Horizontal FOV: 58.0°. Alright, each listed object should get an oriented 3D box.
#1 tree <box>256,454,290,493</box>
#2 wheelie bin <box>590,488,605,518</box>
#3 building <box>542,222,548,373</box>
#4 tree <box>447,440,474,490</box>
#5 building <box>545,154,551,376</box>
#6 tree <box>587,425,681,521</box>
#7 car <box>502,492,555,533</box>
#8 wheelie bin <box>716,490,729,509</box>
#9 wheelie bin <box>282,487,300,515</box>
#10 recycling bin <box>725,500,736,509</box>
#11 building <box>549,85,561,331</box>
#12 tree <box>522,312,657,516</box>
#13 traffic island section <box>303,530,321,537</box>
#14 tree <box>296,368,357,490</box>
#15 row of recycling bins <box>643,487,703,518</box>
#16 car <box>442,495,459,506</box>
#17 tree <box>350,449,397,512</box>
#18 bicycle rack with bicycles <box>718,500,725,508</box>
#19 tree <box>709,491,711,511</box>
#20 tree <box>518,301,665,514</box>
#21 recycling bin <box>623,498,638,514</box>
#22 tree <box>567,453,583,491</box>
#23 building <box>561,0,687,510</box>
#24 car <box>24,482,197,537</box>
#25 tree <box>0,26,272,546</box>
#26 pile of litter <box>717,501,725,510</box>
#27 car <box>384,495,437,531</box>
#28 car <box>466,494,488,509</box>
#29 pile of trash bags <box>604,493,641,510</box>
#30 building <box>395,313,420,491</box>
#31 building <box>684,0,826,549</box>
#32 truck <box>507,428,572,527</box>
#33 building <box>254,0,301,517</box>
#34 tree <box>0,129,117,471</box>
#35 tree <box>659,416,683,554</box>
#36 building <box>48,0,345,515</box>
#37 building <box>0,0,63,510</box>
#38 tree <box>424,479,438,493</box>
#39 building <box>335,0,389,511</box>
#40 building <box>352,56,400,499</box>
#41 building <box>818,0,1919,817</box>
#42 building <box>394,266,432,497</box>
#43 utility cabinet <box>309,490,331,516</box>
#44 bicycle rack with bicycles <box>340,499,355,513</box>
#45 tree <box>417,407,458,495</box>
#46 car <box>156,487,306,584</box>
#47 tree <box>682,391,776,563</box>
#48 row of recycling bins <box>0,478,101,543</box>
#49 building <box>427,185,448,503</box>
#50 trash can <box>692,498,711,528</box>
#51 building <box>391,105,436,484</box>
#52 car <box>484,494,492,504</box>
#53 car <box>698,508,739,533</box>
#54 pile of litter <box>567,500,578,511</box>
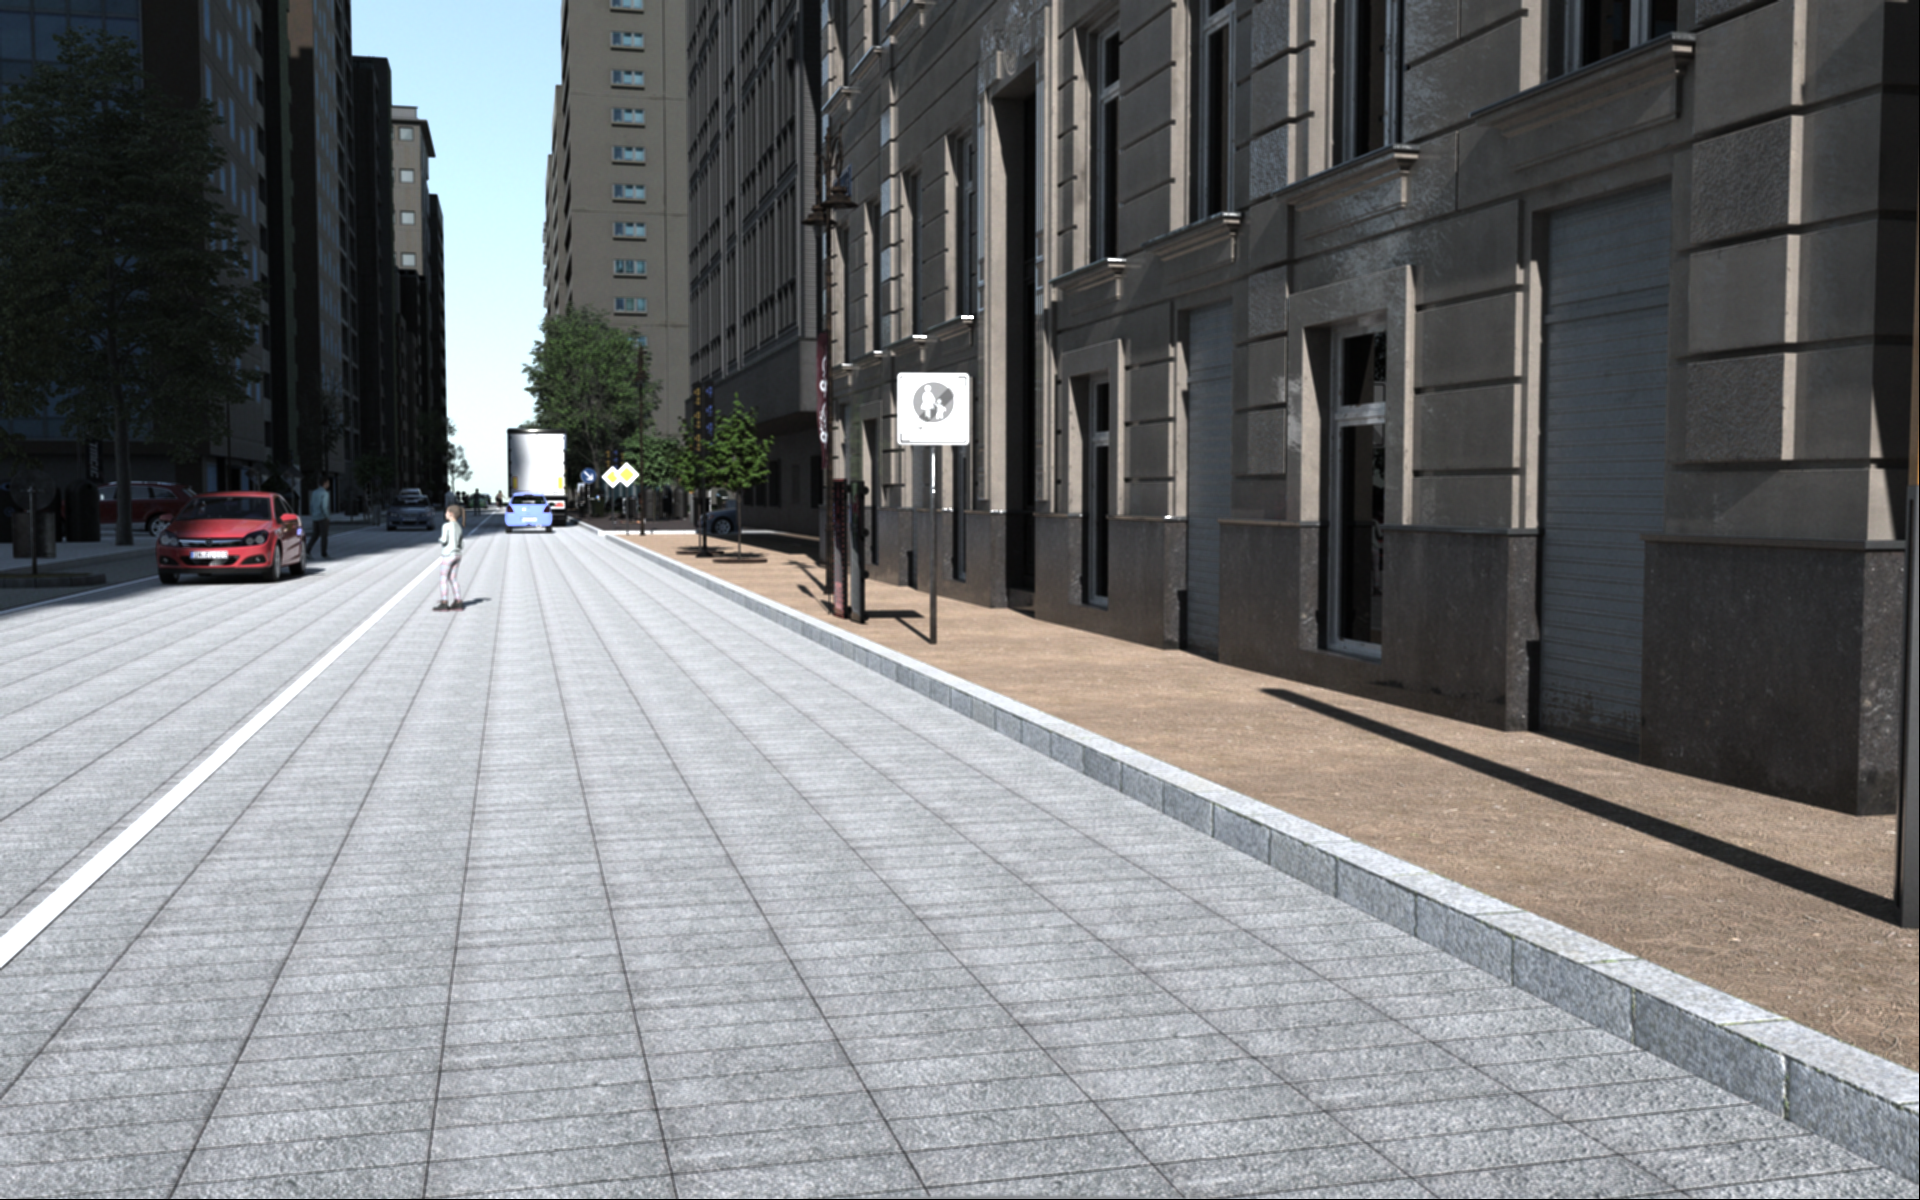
[{"bbox_3d":[-30.801,-5.043,77.047,1.663,3.219,1.824,0,3,0],"label":"tree"},{"bbox_3d":[-19.617,-5.253,93.789,0.693,1.594,0.980,-3,4,-37],"label":"wheelie bin"},{"bbox_3d":[-55.056,-40.208,277.008,23.786,49.044,30.456,-1,4,-14],"label":"building"},{"bbox_3d":[-83.896,-21.479,285.596,7.601,10.594,8.767,-1,4,-18],"label":"tree"},{"bbox_3d":[-45.370,-37.523,237.194,21.300,48.544,21.600,-1,4,-14],"label":"building"},{"bbox_3d":[-14.666,-6.058,82.755,4.285,4.588,4.351,0,3,0],"label":"tree"},{"bbox_3d":[-16.089,-3.364,64.588,1.945,1.707,3.694,-1,4,-14],"label":"car"},{"bbox_3d":[-16.885,-7.023,122.739,0.980,1.594,0.693,-3,5,-43],"label":"wheelie bin"},{"bbox_3d":[-30.628,-4.363,79.243,0.693,1.594,0.980,-3,5,-40],"label":"wheelie bin"},{"bbox_3d":[-10.485,-4.145,80.324,0.722,1.027,0.722,-1,4,-18],"label":"recycling bin"},{"bbox_3d":[-35.551,-35.205,199.300,21.300,48.544,21.600,-1,4,-14],"label":"building"},{"bbox_3d":[-21.003,-10.640,99.720,9.928,11.665,9.643,0,3,0],"label":"tree"},{"bbox_3d":[-22.828,-2.262,59.265,2.009,0.180,2.903,-1,4,-14],"label":"traffic island section"},{"bbox_3d":[-37.030,-9.174,100.363,4.360,8.622,3.978,0,3,0],"label":"tree"},{"bbox_3d":[-15.654,-5.357,94.696,3.534,1.692,1.069,1,4,9],"label":"row of recycling bins"},{"bbox_3d":[-58.089,-11.327,197.194,2.014,1.417,4.499,-1,4,-13],"label":"car"},{"bbox_3d":[-42.627,-8.694,125.859,4.285,4.588,4.351,0,3,0],"label":"tree"},{"bbox_3d":[-14.856,-6.144,113.841,2.852,0.926,2.925,0,4,-6],"label":"bicycle rack with bicycles"},{"bbox_3d":[-18.279,-10.786,126.705,4.360,8.622,3.978,0,3,0],"label":"tree"},{"bbox_3d":[-24.090,-12.633,113.207,9.857,13.997,8.962,0,3,0],"label":"tree"},{"bbox_3d":[-20.961,-5.966,110.102,0.722,1.027,0.722,1,4,17],"label":"recycling bin"},{"bbox_3d":[-26.788,-8.485,122.438,4.285,4.588,4.351,0,3,0],"label":"tree"},{"bbox_3d":[-23.332,-32.250,150.992,21.300,48.544,21.600,-1,4,-14],"label":"building"},{"bbox_3d":[-26.452,-2.793,54.343,5.304,1.827,2.281,-1,4,-12],"label":"car"},{"bbox_3d":[-21.336,-7.644,43.114,7.486,12.596,7.792,0,3,0],"label":"tree"},{"bbox_3d":[-14.593,-5.682,106.872,1.719,0.858,1.176,2,4,27],"label":"pile of litter"},{"bbox_3d":[-21.889,-3.491,69.085,2.014,1.417,4.499,-1,4,-15],"label":"car"},{"bbox_3d":[-46.733,-9.535,167.695,2.131,1.459,4.920,-1,4,-13],"label":"car"},{"bbox_3d":[-24.909,-7.342,129.789,1.912,1.369,3.447,3,4,37],"label":"pile of trash bags"},{"bbox_3d":[-70.279,-20.240,175.966,27.650,21.520,28.899,-1,4,-14],"label":"building"},{"bbox_3d":[1.262,-15.274,43.242,14.314,27.812,24.014,-1,4,-14],"label":"building"},{"bbox_3d":[-19.267,-5.536,79.425,2.839,4.237,11.283,-1,4,-13],"label":"truck"},{"bbox_3d":[-41.948,-19.318,87.558,14.160,30.474,14.107,-1,4,-14],"label":"building"},{"bbox_3d":[-19.126,-5.101,33.770,4.737,8.622,4.395,0,3,0],"label":"tree"},{"bbox_3d":[-5.543,-2.592,36.973,1.663,3.219,1.824,0,3,0],"label":"tree"},{"bbox_3d":[-46.982,-28.045,108.644,14.600,45.320,14.200,-1,4,-14],"label":"building"},{"bbox_3d":[-35.303,-25.435,65.978,14.600,45.320,14.200,-1,4,-14],"label":"building"},{"bbox_3d":[-60.756,-12.455,198.243,1.663,3.219,1.824,0,3,0],"label":"tree"},{"bbox_3d":[-57.102,-42.771,137.552,20.563,71.187,20.611,-1,4,-14],"label":"building"},{"bbox_3d":[-58.646,-28.890,155.948,14.154,41.232,14.086,-1,4,-14],"label":"building"},{"bbox_3d":[6.016,-13.572,19.166,12.463,27.353,25.104,-1,4,-14],"label":"building"},{"bbox_3d":[-74.534,-27.326,218.473,14.160,30.474,14.107,-1,4,-14],"label":"building"},{"bbox_3d":[-37.518,-5.676,101.477,1.173,1.500,0.318,-2,4,-25],"label":"utility cabinet"},{"bbox_3d":[-43.120,-6.608,121.428,2.925,0.926,2.852,-3,5,-45],"label":"bicycle rack with bicycles"},{"bbox_3d":[-63.614,-17.095,205.264,9.928,11.665,9.643,0,3,0],"label":"tree"},{"bbox_3d":[-12.231,-1.233,29.206,2.155,1.783,4.494,-1,4,-13],"label":"car"},{"bbox_3d":[-4.281,-2.319,32.510,1.663,3.219,1.824,0,3,0],"label":"tree"},{"bbox_3d":[-24.791,-2.374,45.924,3.534,1.692,1.069,-2,4,-35],"label":"row of recycling bins"},{"bbox_3d":[-89.224,-39.018,261.644,21.300,48.544,21.600,-1,4,-14],"label":"building"},{"bbox_3d":[-9.907,-3.351,66.436,0.748,1.137,0.748,0,3,0],"label":"trash can"},{"bbox_3d":[-86.546,-39.567,236.151,28.713,52.752,27.495,-1,4,-14],"label":"building"},{"bbox_3d":[-66.859,-14.271,243.557,2.015,1.641,3.980,-1,4,-15],"label":"car"},{"bbox_3d":[-6.825,-2.940,60.079,4.499,1.417,2.014,-1,4,-14],"label":"car"},{"bbox_3d":[-29.659,-7.239,132.326,1.719,0.858,1.176,1,4,11],"label":"pile of litter"}]
